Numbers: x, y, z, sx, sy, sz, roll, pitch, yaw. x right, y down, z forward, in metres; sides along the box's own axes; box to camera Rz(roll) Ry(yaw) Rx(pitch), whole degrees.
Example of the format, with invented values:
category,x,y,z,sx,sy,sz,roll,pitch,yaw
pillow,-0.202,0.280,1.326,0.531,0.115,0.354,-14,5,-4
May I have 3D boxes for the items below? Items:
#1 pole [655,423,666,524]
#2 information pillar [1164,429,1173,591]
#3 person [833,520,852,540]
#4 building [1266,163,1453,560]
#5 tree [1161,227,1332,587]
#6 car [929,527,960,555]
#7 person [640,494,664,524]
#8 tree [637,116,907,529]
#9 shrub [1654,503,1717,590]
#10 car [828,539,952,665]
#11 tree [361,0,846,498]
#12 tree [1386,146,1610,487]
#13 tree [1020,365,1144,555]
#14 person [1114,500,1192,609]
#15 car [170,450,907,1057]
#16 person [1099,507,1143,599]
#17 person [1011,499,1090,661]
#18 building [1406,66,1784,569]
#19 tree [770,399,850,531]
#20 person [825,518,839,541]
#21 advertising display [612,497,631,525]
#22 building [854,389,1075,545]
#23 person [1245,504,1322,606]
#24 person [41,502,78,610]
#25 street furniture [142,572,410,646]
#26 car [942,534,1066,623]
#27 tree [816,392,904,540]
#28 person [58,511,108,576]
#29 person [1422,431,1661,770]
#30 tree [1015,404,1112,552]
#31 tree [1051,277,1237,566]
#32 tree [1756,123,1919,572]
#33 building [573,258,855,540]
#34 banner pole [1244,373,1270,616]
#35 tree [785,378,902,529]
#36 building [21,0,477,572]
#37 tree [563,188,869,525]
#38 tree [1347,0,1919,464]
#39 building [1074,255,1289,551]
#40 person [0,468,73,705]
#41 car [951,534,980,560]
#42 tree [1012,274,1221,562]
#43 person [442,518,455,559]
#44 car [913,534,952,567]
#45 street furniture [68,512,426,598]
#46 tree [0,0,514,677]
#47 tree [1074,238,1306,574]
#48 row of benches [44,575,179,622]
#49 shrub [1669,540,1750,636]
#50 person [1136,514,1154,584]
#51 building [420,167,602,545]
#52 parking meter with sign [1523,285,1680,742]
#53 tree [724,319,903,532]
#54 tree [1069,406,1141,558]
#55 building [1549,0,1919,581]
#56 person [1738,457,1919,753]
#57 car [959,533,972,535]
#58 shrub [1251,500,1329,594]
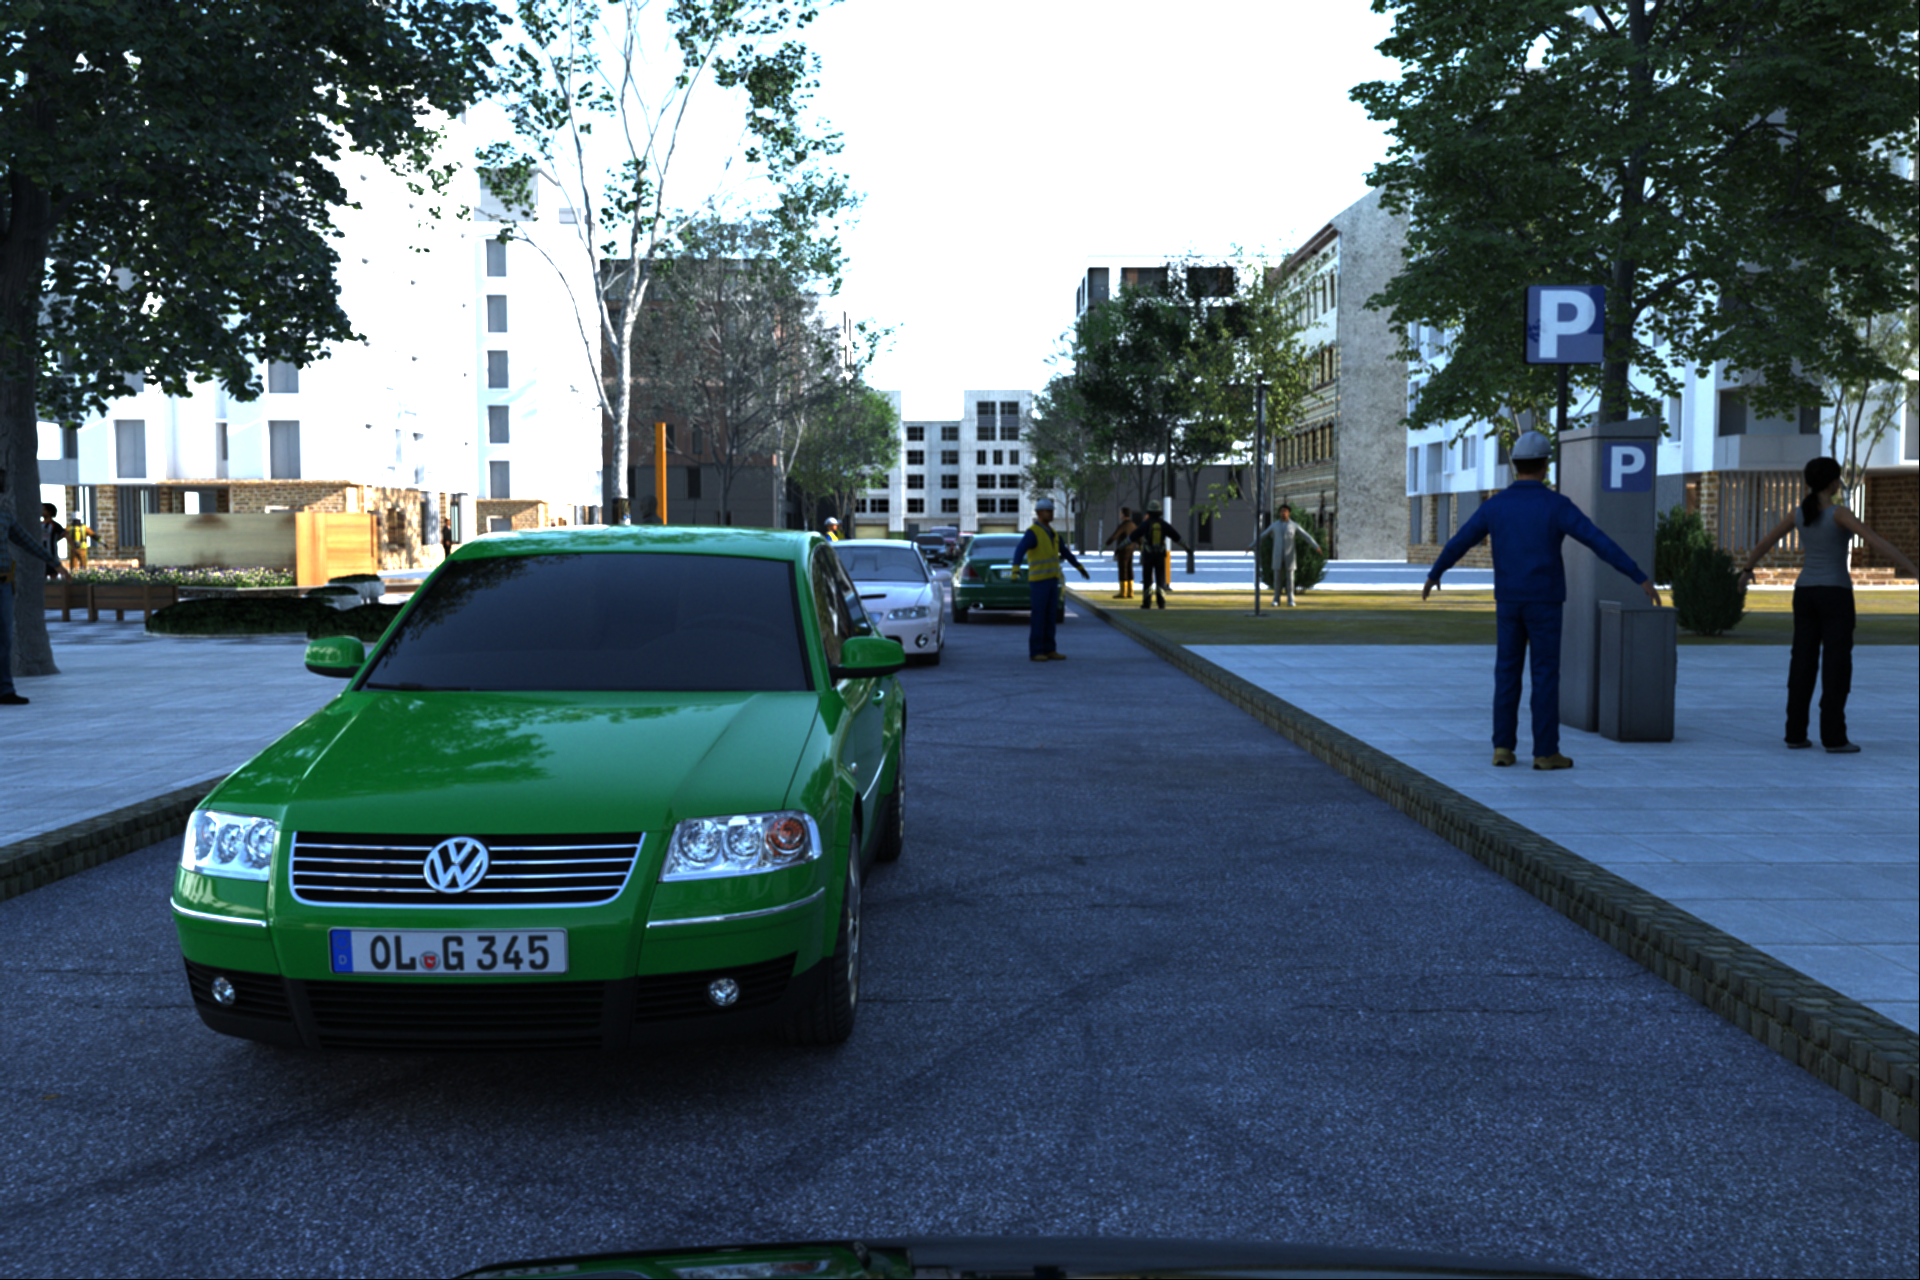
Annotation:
category,x,y,z,sx,sy,sz,roll,pitch,yaw
pole,-5.504,-2.327,31.894,0.158,3.312,0.155,0,3,0
information pillar,4.666,-2.910,38.937,0.183,3.616,0.504,0,4,-1
person,-4.074,-3.235,59.352,0.721,1.772,1.216,3,5,42
building,27.598,-15.999,92.509,19.493,23.208,18.063,0,4,1
tree,7.168,-5.612,42.123,4.737,8.622,4.395,0,3,0
car,-0.870,-5.220,94.017,2.281,1.827,5.304,0,4,0
person,-4.177,-1.045,23.214,0.705,1.813,1.348,1,4,13
tree,-8.923,-13.725,80.293,12.611,20.169,13.585,0,3,0
shrub,16.533,-2.164,39.807,1.690,2.028,1.600,0,3,0
car,-1.126,-0.497,20.482,2.083,1.381,4.827,0,4,0
tree,-8.518,-11.452,43.124,12.611,20.169,13.585,0,3,0
tree,10.211,-4.980,31.789,4.737,8.622,4.395,0,3,0
tree,7.610,-10.979,105.267,9.928,11.665,9.643,0,3,0
person,3.331,-1.467,29.763,1.354,1.856,0.705,0,4,-4
car,-1.149,0.154,6.285,1.959,1.807,4.718,0,4,1
person,3.272,-1.736,34.516,0.704,1.812,1.346,3,5,42
person,0.978,-0.687,19.652,0.705,1.833,1.349,3,5,41
building,24.750,-13.327,74.324,16.016,20.090,11.380,0,4,1
tree,-8.473,-8.697,92.556,4.360,8.622,3.978,0,3,0
person,-2.582,-1.656,35.992,0.721,1.772,1.216,1,4,9
advertising display,-5.999,-1.562,30.746,0.123,1.923,0.974,0,4,2
building,0.771,-21.336,217.760,31.486,18.905,16.747,0,4,3
person,5.767,-1.507,30.829,1.347,1.806,0.705,1,4,15
person,-15.506,-1.423,29.408,1.345,1.843,0.704,1,4,15
street furniture,-7.747,-0.560,24.790,5.734,0.657,10.072,0,4,-1
car,0.764,-1.076,29.388,2.131,1.459,4.920,0,4,-1
tree,-7.658,-12.093,123.468,9.928,11.665,9.643,0,3,0
person,-22.044,-2.295,43.285,1.354,1.858,0.705,-2,4,-24
person,3.143,-0.224,9.535,1.347,1.842,0.705,3,5,41
tree,7.363,-11.483,122.158,7.601,10.594,8.767,0,4,-5
tree,7.518,-8.844,70.361,9.928,11.665,9.643,0,3,0
tree,14.942,-4.838,29.470,4.360,8.622,3.978,0,3,0
building,-24.041,-18.413,145.033,27.936,21.610,32.646,0,4,1
banner pole,4.662,-2.252,26.840,0.401,3.779,0.863,0,4,1
tree,-7.613,-11.314,110.735,9.928,11.665,9.643,0,3,0
building,-25.267,-12.393,59.041,16.016,20.090,11.380,0,4,1
tree,-8.380,-9.227,61.227,12.009,13.543,11.850,0,3,0
tree,7.754,-6.207,19.606,7.486,12.596,7.792,0,3,0
building,23.263,-18.308,143.311,27.936,21.610,32.646,0,4,0
person,-7.224,-0.431,12.886,0.704,1.849,1.345,1,4,19
car,0.542,-4.396,81.654,2.009,1.686,4.222,0,4,0
tree,7.497,-10.438,81.034,12.009,13.543,11.850,0,3,0
person,-17.059,-3.150,57.735,0.704,1.802,1.346,-1,4,-8
car,-1.361,-4.045,75.929,2.009,1.686,4.222,0,4,0
street furniture,-16.231,-1.931,38.425,9.812,1.723,11.010,2,4,31
tree,-8.741,-6.650,15.387,9.857,13.997,8.962,0,3,0
tree,7.281,-7.417,55.672,8.767,10.594,7.601,2,4,32
row of benches,-13.564,-0.630,25.759,4.104,0.672,1.422,1,4,16
shrub,9.475,-0.662,21.936,1.383,1.207,1.383,0,3,0
person,4.850,-2.356,44.793,0.705,1.796,1.348,-1,4,-10
building,-26.378,-14.324,90.611,16.016,20.090,11.380,0,4,-1
parking meter with sign,4.243,-0.927,11.416,0.543,3.016,1.738,0,4,0
tree,-8.472,-11.591,99.883,12.009,13.543,11.850,0,3,0
tree,7.435,-8.698,92.576,4.360,8.622,3.978,0,3,0
building,24.756,-12.181,55.583,16.016,20.090,11.380,0,4,1
person,5.164,-0.213,10.286,0.721,1.737,1.217,-2,4,-32
car,0.324,-6.113,108.994,2.155,1.783,4.494,0,4,0
shrub,7.062,-1.994,37.017,1.690,2.028,1.600,0,3,0
